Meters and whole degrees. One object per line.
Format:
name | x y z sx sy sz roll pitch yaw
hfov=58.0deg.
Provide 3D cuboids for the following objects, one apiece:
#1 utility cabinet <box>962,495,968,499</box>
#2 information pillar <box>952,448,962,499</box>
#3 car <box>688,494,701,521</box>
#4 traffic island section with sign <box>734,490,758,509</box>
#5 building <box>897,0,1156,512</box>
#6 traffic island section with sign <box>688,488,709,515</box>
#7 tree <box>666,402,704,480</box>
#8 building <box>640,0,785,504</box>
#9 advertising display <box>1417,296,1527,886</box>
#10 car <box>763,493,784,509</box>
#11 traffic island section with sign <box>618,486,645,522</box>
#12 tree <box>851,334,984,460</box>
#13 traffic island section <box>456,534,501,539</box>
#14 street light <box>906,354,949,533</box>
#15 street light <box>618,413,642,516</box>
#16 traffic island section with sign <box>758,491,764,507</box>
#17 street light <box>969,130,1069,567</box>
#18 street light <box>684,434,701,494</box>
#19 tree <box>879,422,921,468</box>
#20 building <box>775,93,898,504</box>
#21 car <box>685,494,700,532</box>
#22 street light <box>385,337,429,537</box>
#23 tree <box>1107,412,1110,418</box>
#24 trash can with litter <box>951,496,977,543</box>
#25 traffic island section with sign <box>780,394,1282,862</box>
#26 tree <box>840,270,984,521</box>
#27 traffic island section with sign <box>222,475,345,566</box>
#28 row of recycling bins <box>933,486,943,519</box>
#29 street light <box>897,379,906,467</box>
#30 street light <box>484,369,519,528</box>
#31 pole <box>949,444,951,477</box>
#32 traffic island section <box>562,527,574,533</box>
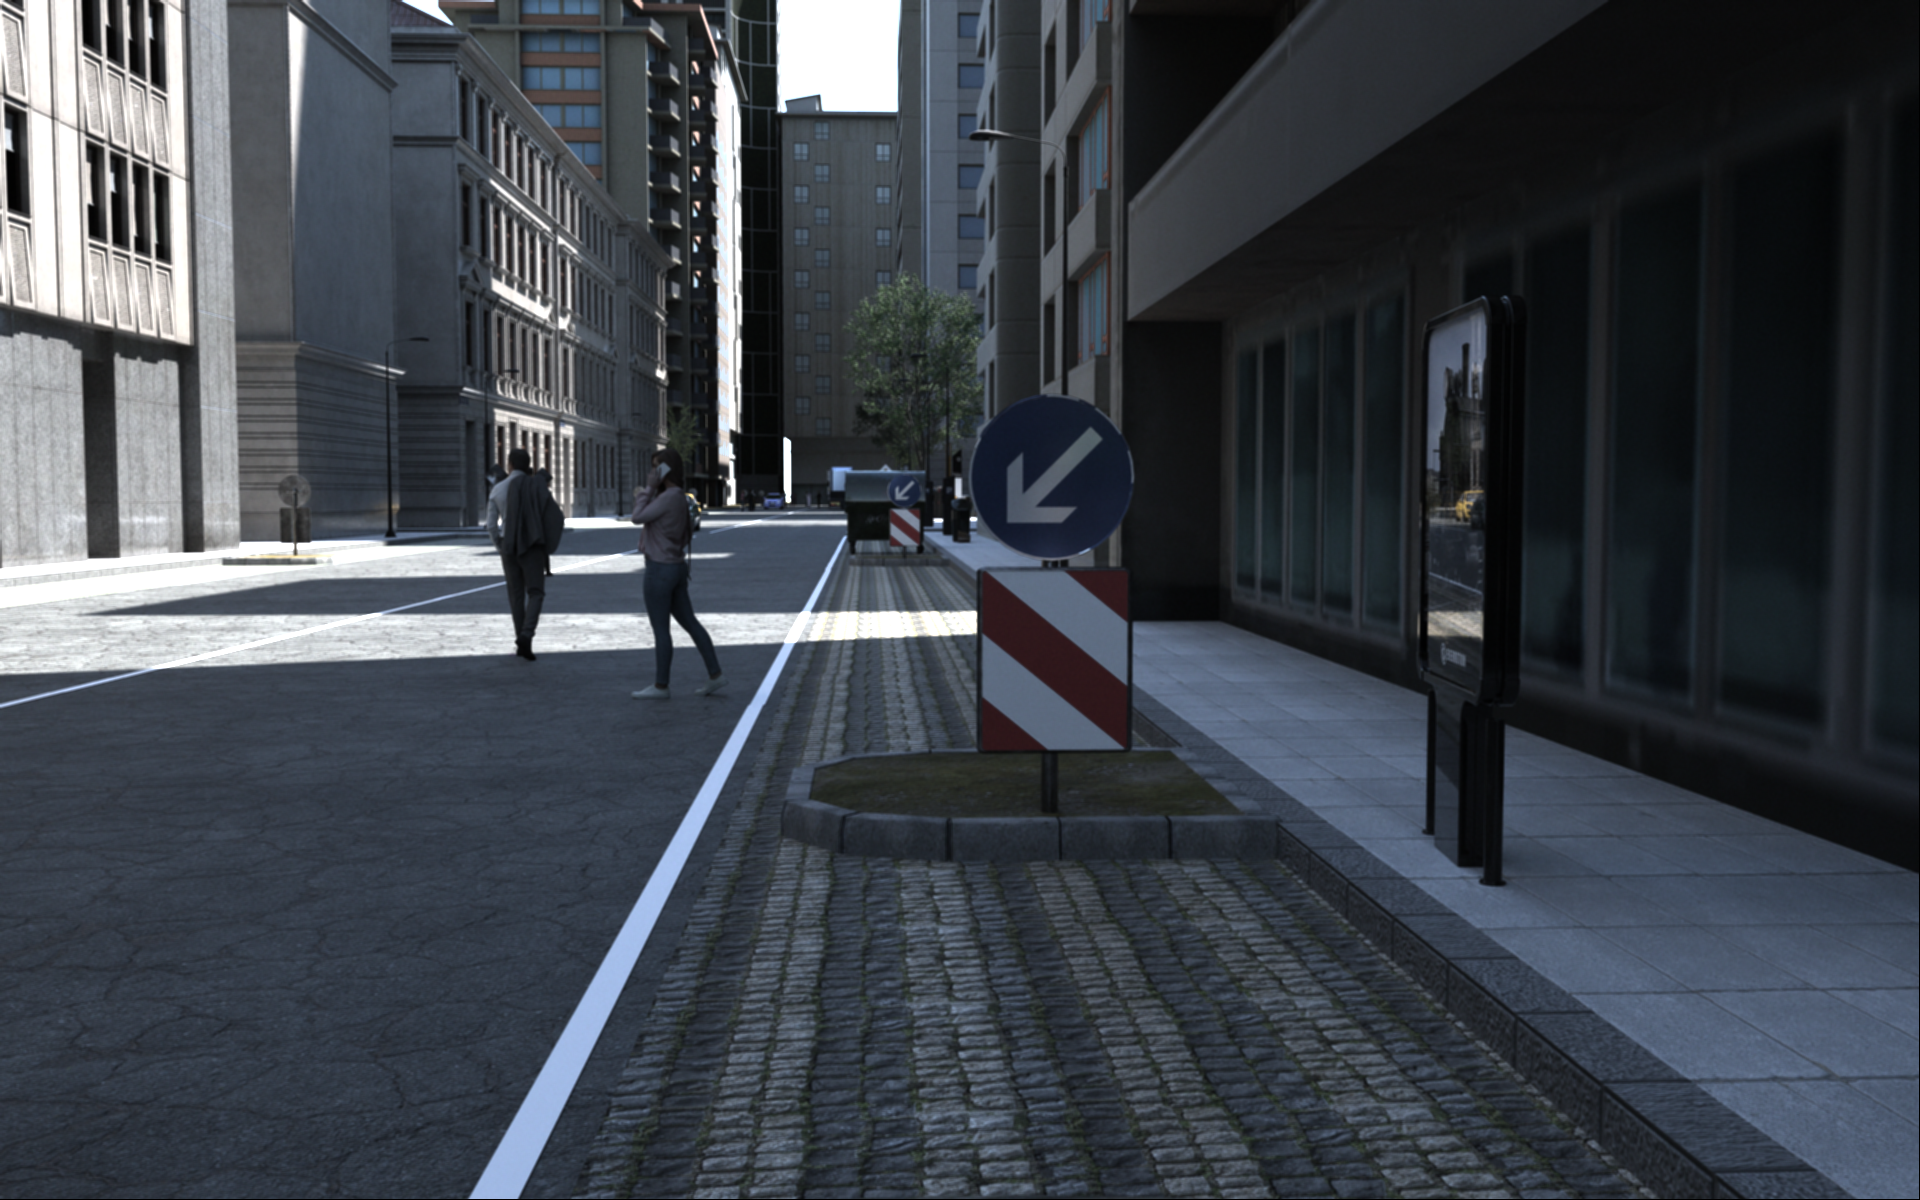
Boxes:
utility cabinet | -0.008 -5.504 101.147 1.020 1.237 0.306 -1 4 -19
information pillar | -0.139 -5.967 88.919 0.504 3.616 0.183 0 4 -6
car | -13.366 -4.429 82.634 2.015 1.641 3.980 0 4 -3
traffic island section with sign | -20.702 -9.655 166.490 1.989 1.847 2.006 0 4 -3
building | 5.133 -32.674 157.916 21.300 48.544 21.600 0 4 -3
traffic island section with sign | -18.101 -6.656 117.445 1.989 1.847 2.006 0 4 -3
tree | -22.413 -11.451 137.582 4.737 8.622 4.395 0 3 0
building | -34.380 -48.500 231.231 20.611 71.187 20.563 0 4 -3
advertising display | 1.773 -0.053 6.073 0.123 1.923 0.974 0 4 3
car | -17.726 -9.504 164.983 1.945 1.707 3.694 0 4 -1
traffic island section with sign | -16.640 -4.976 89.980 1.989 1.847 2.006 0 4 -3
tree | -2.365 -10.091 99.401 8.767 10.594 7.601 1 4 10
traffic island section | -15.212 -2.116 56.882 2.009 0.180 2.903 0 4 -3
street light | -0.953 -5.197 57.504 1.470 5.913 1.316 0 4 -3
street light | -18.923 -7.752 99.293 1.470 5.913 1.316 0 4 -3
traffic island section with sign | -22.137 -11.315 193.621 1.989 1.847 2.006 0 4 -3
street light | 0.814 -3.044 22.313 1.470 5.913 1.316 0 4 -3
street light | -20.773 -9.885 134.167 1.470 5.913 1.316 0 4 -3
tree | -4.723 -11.916 145.185 4.737 8.622 4.395 0 3 0
building | -10.573 -39.621 237.045 27.495 52.752 28.713 0 4 -3
car | -10.992 -3.340 66.412 2.131 1.459 4.920 0 4 -4
street light | -16.368 -4.815 51.267 1.470 5.913 1.316 0 4 -3
tree | 2.772 -1.724 22.795 1.663 3.219 1.824 0 3 0
trash can with litter | 0.113 -2.125 46.132 0.624 1.170 1.055 -1 4 -10
traffic island section with sign | 0.221 0.059 7.661 1.989 1.847 2.006 0 4 -3
tree | -1.882 -9.541 81.745 9.928 11.665 9.643 0 3 0
traffic island section with sign | -13.752 -1.641 35.458 1.989 1.847 2.006 0 4 -3
row of recycling bins | -0.962 -5.139 91.133 1.069 1.692 3.534 -2 4 -26
street light | -1.818 -5.955 69.903 1.470 5.913 1.316 0 4 -3
street light | -17.085 -5.627 64.535 1.470 5.913 1.316 0 4 -3
pole | -0.471 -4.667 70.141 0.158 3.312 0.155 0 3 0
traffic island section | -15.635 -2.604 64.856 2.009 0.180 2.903 0 4 -3
